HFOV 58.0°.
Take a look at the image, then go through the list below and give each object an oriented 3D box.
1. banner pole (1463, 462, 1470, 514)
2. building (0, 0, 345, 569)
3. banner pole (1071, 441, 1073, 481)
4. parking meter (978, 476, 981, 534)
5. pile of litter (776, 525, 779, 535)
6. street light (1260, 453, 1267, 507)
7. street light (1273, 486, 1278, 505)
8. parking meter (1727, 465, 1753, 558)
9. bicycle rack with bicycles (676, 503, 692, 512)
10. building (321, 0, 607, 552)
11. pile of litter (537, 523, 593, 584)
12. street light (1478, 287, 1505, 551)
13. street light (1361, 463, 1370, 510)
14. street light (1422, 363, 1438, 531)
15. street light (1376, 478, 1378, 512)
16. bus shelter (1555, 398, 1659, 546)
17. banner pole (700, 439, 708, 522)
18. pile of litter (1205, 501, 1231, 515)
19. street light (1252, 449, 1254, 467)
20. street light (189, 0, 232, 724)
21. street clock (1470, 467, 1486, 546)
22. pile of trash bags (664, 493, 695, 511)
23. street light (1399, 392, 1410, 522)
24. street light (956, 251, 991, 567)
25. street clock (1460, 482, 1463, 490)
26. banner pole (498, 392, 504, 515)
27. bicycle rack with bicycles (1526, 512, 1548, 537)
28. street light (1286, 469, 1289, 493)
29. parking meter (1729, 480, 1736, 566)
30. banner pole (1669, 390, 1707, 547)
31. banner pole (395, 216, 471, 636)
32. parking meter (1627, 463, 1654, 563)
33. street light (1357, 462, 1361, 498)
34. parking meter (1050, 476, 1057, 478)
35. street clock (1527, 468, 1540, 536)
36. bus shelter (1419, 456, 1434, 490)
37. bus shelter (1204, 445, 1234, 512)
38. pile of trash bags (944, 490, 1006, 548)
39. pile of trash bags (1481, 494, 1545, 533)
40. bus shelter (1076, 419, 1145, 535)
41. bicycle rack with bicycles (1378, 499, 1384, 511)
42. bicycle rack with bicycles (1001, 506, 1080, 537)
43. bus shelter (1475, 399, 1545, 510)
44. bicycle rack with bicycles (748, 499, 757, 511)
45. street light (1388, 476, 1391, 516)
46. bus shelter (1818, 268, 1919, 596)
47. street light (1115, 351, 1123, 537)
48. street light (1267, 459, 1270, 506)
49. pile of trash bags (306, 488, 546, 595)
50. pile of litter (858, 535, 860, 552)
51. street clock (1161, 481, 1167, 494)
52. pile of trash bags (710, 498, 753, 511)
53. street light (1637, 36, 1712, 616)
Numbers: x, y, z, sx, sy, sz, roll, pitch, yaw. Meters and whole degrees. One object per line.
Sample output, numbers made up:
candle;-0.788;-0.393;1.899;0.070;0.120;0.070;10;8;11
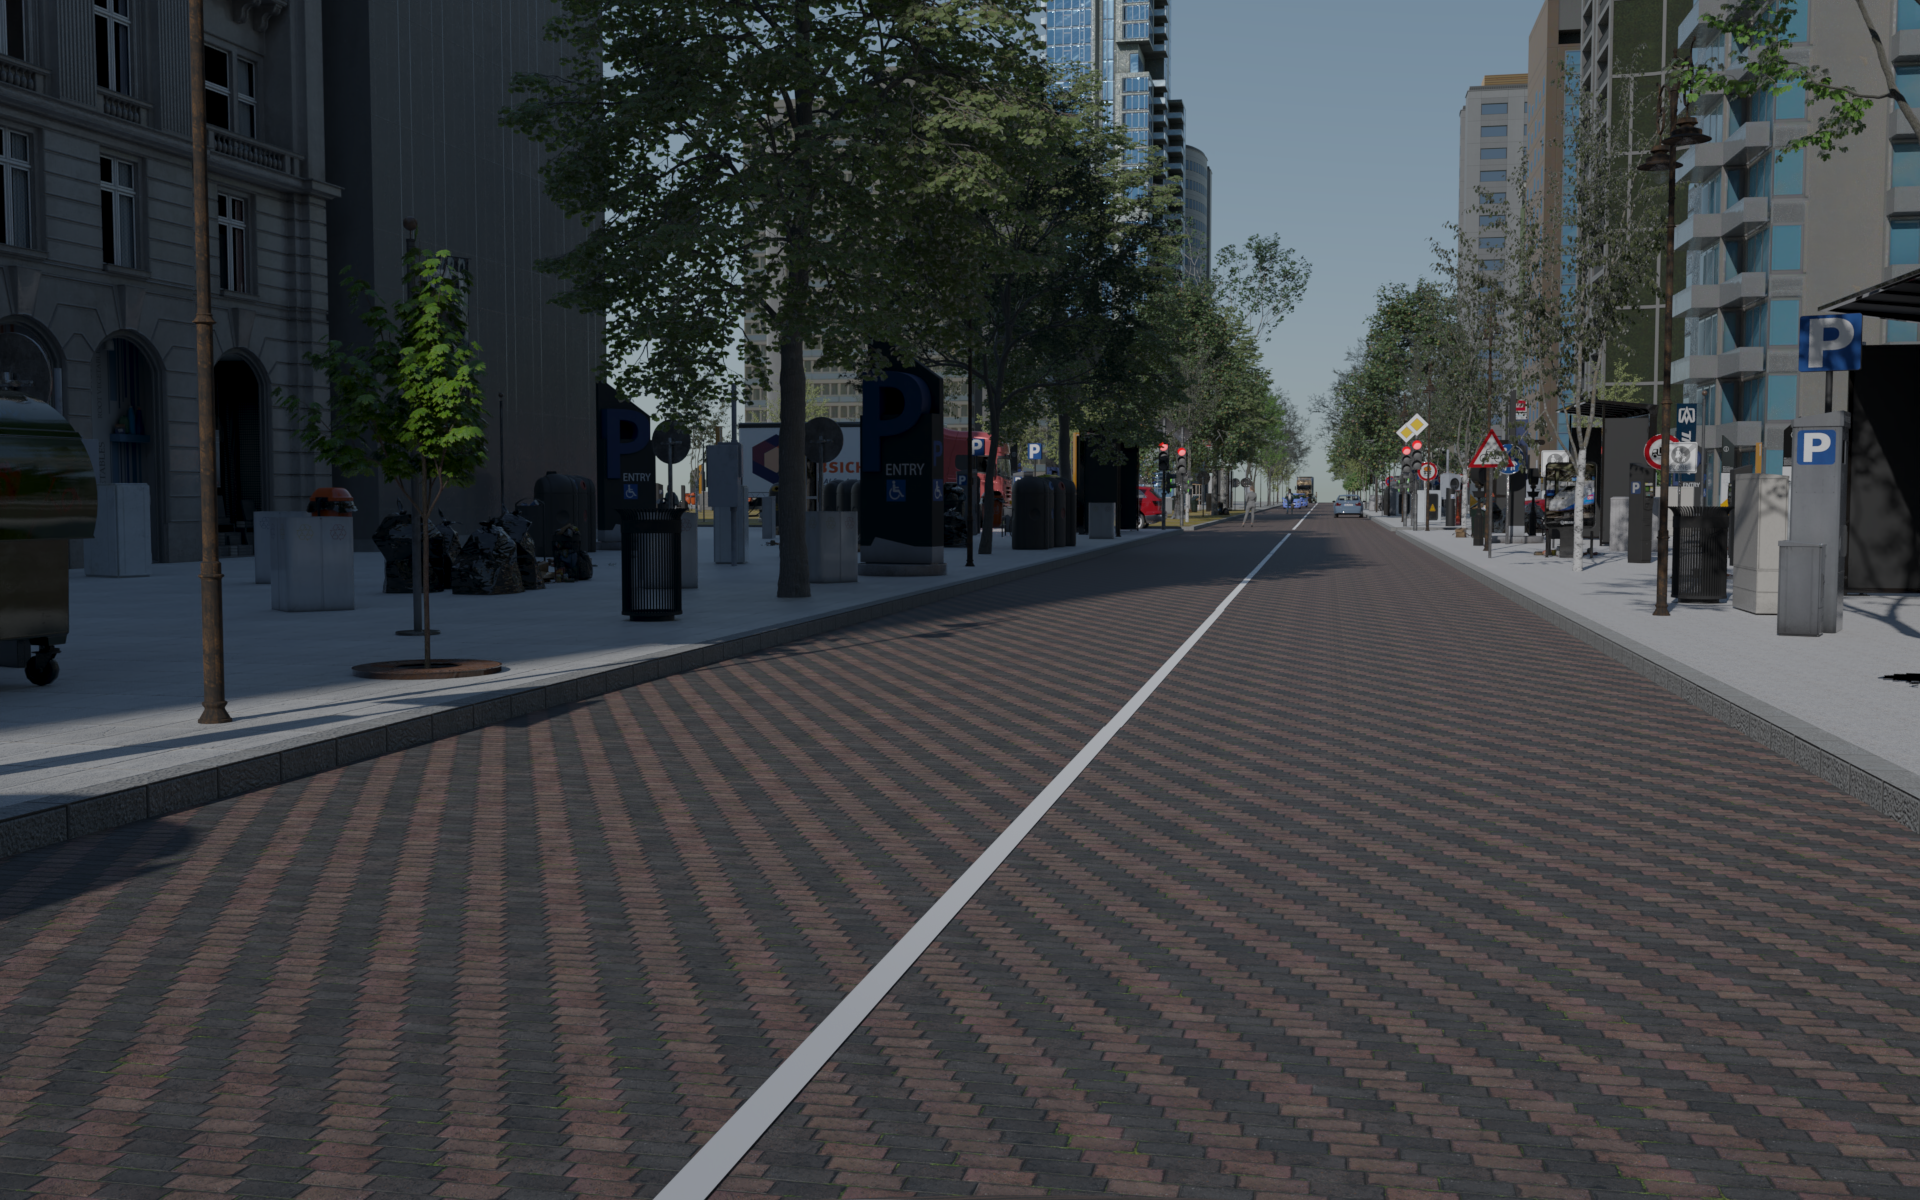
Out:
banner pole;32.919;-7.519;112.956;0.401;3.779;0.863;-3;4;-39
building;-21.631;-11.305;26.634;13.314;21.916;24.055;1;4;12
banner pole;5.463;-5.602;81.608;0.863;3.779;0.401;3;4;36
parking meter;0.513;-3.080;56.072;0.255;1.863;0.399;1;4;10
pile of litter;-5.535;-2.482;54.544;1.176;0.858;1.719;2;4;34
street light;28.873;-11.828;166.179;0.468;5.910;1.993;1;4;12
street light;37.682;-14.382;207.925;0.468;5.910;1.993;1;4;12
parking meter;15.494;-1.757;34.436;0.399;1.863;0.255;0;4;4
bicycle rack with bicycles;-20.351;-6.565;120.724;2.925;0.926;2.852;0;4;4
building;-25.936;-13.965;47.401;30.058;24.678;14.314;1;4;12
pile of litter;-6.036;-0.703;25.463;1.176;0.858;1.719;1;4;23
street light;11.867;-4.040;38.839;0.468;5.910;1.993;1;4;12
street light;35.878;-11.015;152.881;0.468;5.910;1.993;1;4;12
street light;16.196;-5.323;59.823;0.468;5.910;1.993;1;4;12
street light;29.006;-9.031;120.445;0.468;5.910;1.993;1;4;12
bus shelter;16.874;-3.310;45.400;1.731;3.624;6.357;1;4;12
banner pole;-11.597;-5.464;79.356;0.401;3.779;0.863;2;4;32
pile of litter;15.825;-5.646;106.271;1.719;0.858;1.176;0;4;1
street light;24.462;-10.538;145.090;0.468;5.910;1.993;1;4;12
street light;-4.189;-2.249;9.561;0.468;5.910;1.993;1;4;12
street clock;12.833;-2.339;42.812;0.471;2.002;0.358;-3;5;-41
pile of trash bags;-23.309;-7.963;139.947;3.447;1.369;1.912;1;4;10
street light;20.180;-6.481;78.754;0.468;5.910;1.993;1;4;12
street light;0.176;-3.532;30.530;0.468;5.910;1.993;1;4;12
street clock;31.066;-6.301;107.593;0.358;2.002;0.471;0;4;7
banner pole;-11.243;-3.212;42.537;0.401;3.779;0.863;-1;4;-15
bicycle rack with bicycles;17.984;-2.243;50.057;2.925;0.926;2.852;1;4;23
street light;50.648;-18.105;268.800;0.468;5.910;1.993;1;4;12
parking meter;13.934;-1.373;30.865;0.372;1.533;0.369;0;3;0
banner pole;17.755;-3.178;41.980;0.863;3.779;0.401;1;4;10
banner pole;-4.818;-1.584;15.910;0.401;3.779;0.863;3;4;37
parking meter;12.629;-1.616;32.126;0.255;1.863;0.399;-2;4;-26
street light;40.334;-12.318;174.183;0.468;5.910;1.993;1;4;12
parking meter;3.106;-3.148;57.188;0.255;1.863;0.399;1;4;14
street clock;15.944;-2.668;48.194;0.358;2.002;0.471;1;4;9
bus shelter;32.145;-8.604;118.304;2.179;5.291;8.768;1;4;12
bus shelter;19.358;-9.291;129.541;2.179;5.291;8.768;1;4;12
pile of trash bags;-0.401;-1.973;42.014;3.447;1.369;1.912;-2;4;-33
pile of trash bags;18.257;-2.959;58.128;1.912;1.369;3.447;0;4;-8
bus shelter;5.113;-4.039;57.315;1.731;3.624;6.357;1;4;12
bicycle rack with bicycles;32.745;-7.264;132.140;2.925;0.926;2.852;-2;4;-30
bicycle rack with bicycles;2.353;-2.396;52.555;2.852;0.926;2.925;0;4;6
bus shelter;22.295;-5.697;70.773;2.179;5.291;8.768;1;4;12
bicycle rack with bicycles;-15.910;-7.060;128.817;2.852;0.926;2.925;-3;5;-42
street light;24.703;-7.756;99.591;0.468;5.910;1.993;1;4;12
bus shelter;10.981;-1.677;18.701;1.731;3.624;6.357;1;4;12
street light;4.740;-4.823;51.640;0.468;5.910;1.993;1;4;12
street light;33.306;-13.113;187.192;0.468;5.910;1.993;1;4;12
pile of trash bags;-7.241;-0.821;23.180;3.447;1.369;1.912;1;4;18
pile of litter;-2.036;-1.496;38.431;1.176;0.858;1.719;-2;4;-35
street clock;11.550;-5.720;98.084;0.358;2.002;0.471;1;4;20
pile of trash bags;-17.872;-7.674;135.219;3.447;1.369;1.912;0;4;5
street light;7.411;-2.773;18.122;0.468;5.910;1.993;1;4;12
